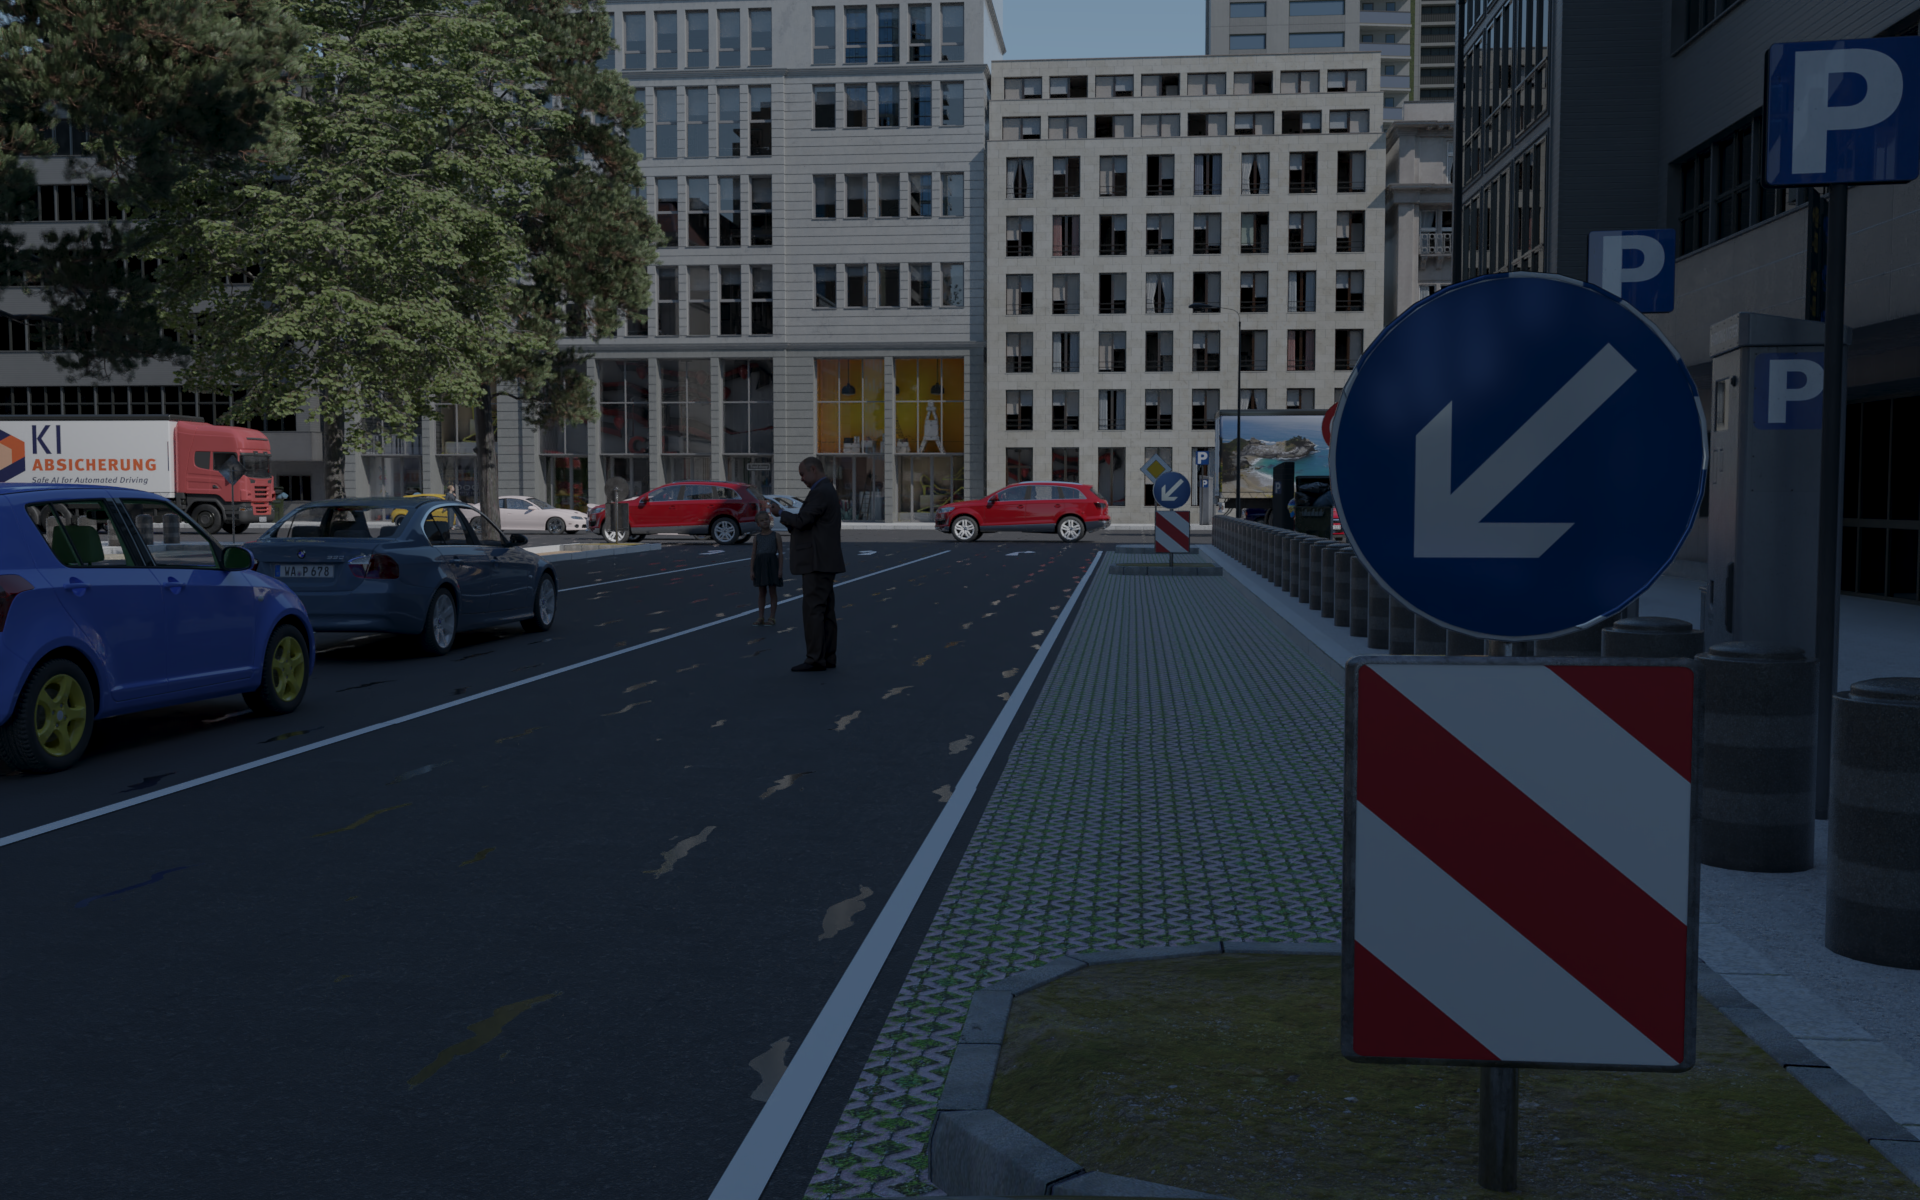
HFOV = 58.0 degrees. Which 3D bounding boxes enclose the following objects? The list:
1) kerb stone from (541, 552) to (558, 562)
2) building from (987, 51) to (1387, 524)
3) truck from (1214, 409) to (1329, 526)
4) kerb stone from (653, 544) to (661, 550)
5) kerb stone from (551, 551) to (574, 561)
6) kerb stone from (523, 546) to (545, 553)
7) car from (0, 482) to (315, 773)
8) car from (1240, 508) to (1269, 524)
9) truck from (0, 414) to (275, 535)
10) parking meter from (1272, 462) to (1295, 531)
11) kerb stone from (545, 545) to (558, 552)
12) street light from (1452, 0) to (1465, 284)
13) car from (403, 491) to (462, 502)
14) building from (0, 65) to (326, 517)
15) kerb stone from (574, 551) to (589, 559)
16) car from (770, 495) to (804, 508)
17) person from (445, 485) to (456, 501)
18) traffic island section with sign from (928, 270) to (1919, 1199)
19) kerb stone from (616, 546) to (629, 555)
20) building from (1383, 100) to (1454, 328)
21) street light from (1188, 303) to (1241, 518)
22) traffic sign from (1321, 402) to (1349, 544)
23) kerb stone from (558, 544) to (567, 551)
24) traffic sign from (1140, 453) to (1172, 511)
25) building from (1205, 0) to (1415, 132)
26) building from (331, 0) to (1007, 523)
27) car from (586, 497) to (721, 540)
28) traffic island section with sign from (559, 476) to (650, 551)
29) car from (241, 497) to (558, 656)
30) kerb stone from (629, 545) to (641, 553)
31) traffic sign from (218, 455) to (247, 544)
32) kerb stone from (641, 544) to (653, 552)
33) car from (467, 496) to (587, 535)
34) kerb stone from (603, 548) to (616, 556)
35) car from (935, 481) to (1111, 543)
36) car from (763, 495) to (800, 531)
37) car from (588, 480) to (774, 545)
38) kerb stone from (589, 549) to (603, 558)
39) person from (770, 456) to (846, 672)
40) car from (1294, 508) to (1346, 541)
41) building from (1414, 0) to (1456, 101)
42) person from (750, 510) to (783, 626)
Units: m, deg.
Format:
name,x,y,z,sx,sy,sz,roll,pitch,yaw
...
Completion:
name,x,y,z,sx,sy,sz,roll,pitch,yaw
kerb stone,-8.683,-0.859,36.253,0.120,0.150,1.000,0,4,6
building,10.055,-13.721,79.092,16.860,20.320,10.420,0,4,6
truck,14.258,-4.228,58.049,11.283,4.237,2.839,0,4,5
kerb stone,-7.858,-1.360,44.430,0.120,0.150,1.000,0,4,6
kerb stone,-8.583,-0.922,37.275,0.120,0.150,1.000,0,4,6
kerb stone,-10.257,-1.181,41.551,0.120,0.150,1.000,0,4,6
car,-5.308,-0.040,10.250,1.945,1.707,3.694,0,4,6
car,11.883,-2.969,61.124,3.894,1.354,1.945,0,4,4
truck,-29.911,-4.486,62.265,11.283,4.237,2.839,0,4,4
parking meter,5.894,-1.583,31.594,0.255,1.863,0.399,-1,4,-22
kerb stone,-10.160,-1.246,42.575,0.120,0.150,1.000,0,4,6
street light,3.629,-2.572,14.590,1.470,5.913,1.316,0,4,6
car,-21.180,-3.709,70.868,3.980,1.641,2.015,0,4,4
building,-42.739,-16.344,86.295,30.058,24.678,14.314,0,4,6
kerb stone,-8.474,-0.980,38.300,0.120,0.150,1.000,0,4,6
car,-7.688,-3.453,68.462,4.499,1.417,2.014,0,4,5
person,-20.002,-3.605,67.862,0.534,1.772,0.576,0,4,-1
traffic island section with sign,0.968,0.290,3.891,1.989,1.847,2.006,0,4,6
kerb stone,-8.167,-1.168,41.365,0.120,0.150,1.000,0,4,6
building,30.558,-14.439,77.871,24.055,21.916,13.314,0,4,6
street light,6.258,-4.265,42.273,1.470,5.913,1.316,0,4,6
traffic sign,5.229,-1.415,23.239,0.768,2.556,0.104,1,4,15
kerb stone,-10.055,-1.309,43.598,0.120,0.150,1.000,0,4,6
traffic sign,4.800,-2.375,42.468,0.795,2.450,0.064,0,4,6
building,35.877,-39.013,179.862,21.231,58.520,28.212,0,4,6
building,-13.092,-18.613,81.812,29.804,29.767,11.434,0,4,6
car,-9.362,-2.584,54.616,4.827,1.381,2.083,0,4,6
traffic island section with sign,-8.934,-2.203,44.156,2.006,1.907,1.989,0,4,6
car,-5.300,-0.284,16.647,2.014,1.417,4.499,0,4,5
kerb stone,-8.062,-1.235,42.389,0.120,0.150,1.000,0,4,6
traffic sign,-18.825,-2.520,44.846,0.795,2.450,0.064,0,4,6
kerb stone,-7.965,-1.298,43.410,0.120,0.150,1.000,0,4,6
car,-15.584,-3.032,61.942,4.827,1.381,2.083,0,4,6
kerb stone,-8.278,-1.110,40.342,0.120,0.150,1.000,0,4,6
car,1.880,-2.653,52.043,5.304,1.827,2.281,0,4,7
car,-6.593,-2.926,59.849,4.499,1.417,2.014,0,4,6
car,-8.004,-2.506,49.653,5.304,1.827,2.281,0,4,5
kerb stone,-8.372,-1.047,39.321,0.120,0.150,1.000,0,4,6
person,-1.239,-0.306,14.190,0.600,1.739,0.565,-2,4,-23
car,10.773,-2.614,51.786,2.155,1.783,4.494,0,4,4
building,63.122,-48.914,238.001,20.611,71.187,20.563,0,4,6
person,-2.103,-0.348,18.866,0.362,1.253,0.373,1,4,14
